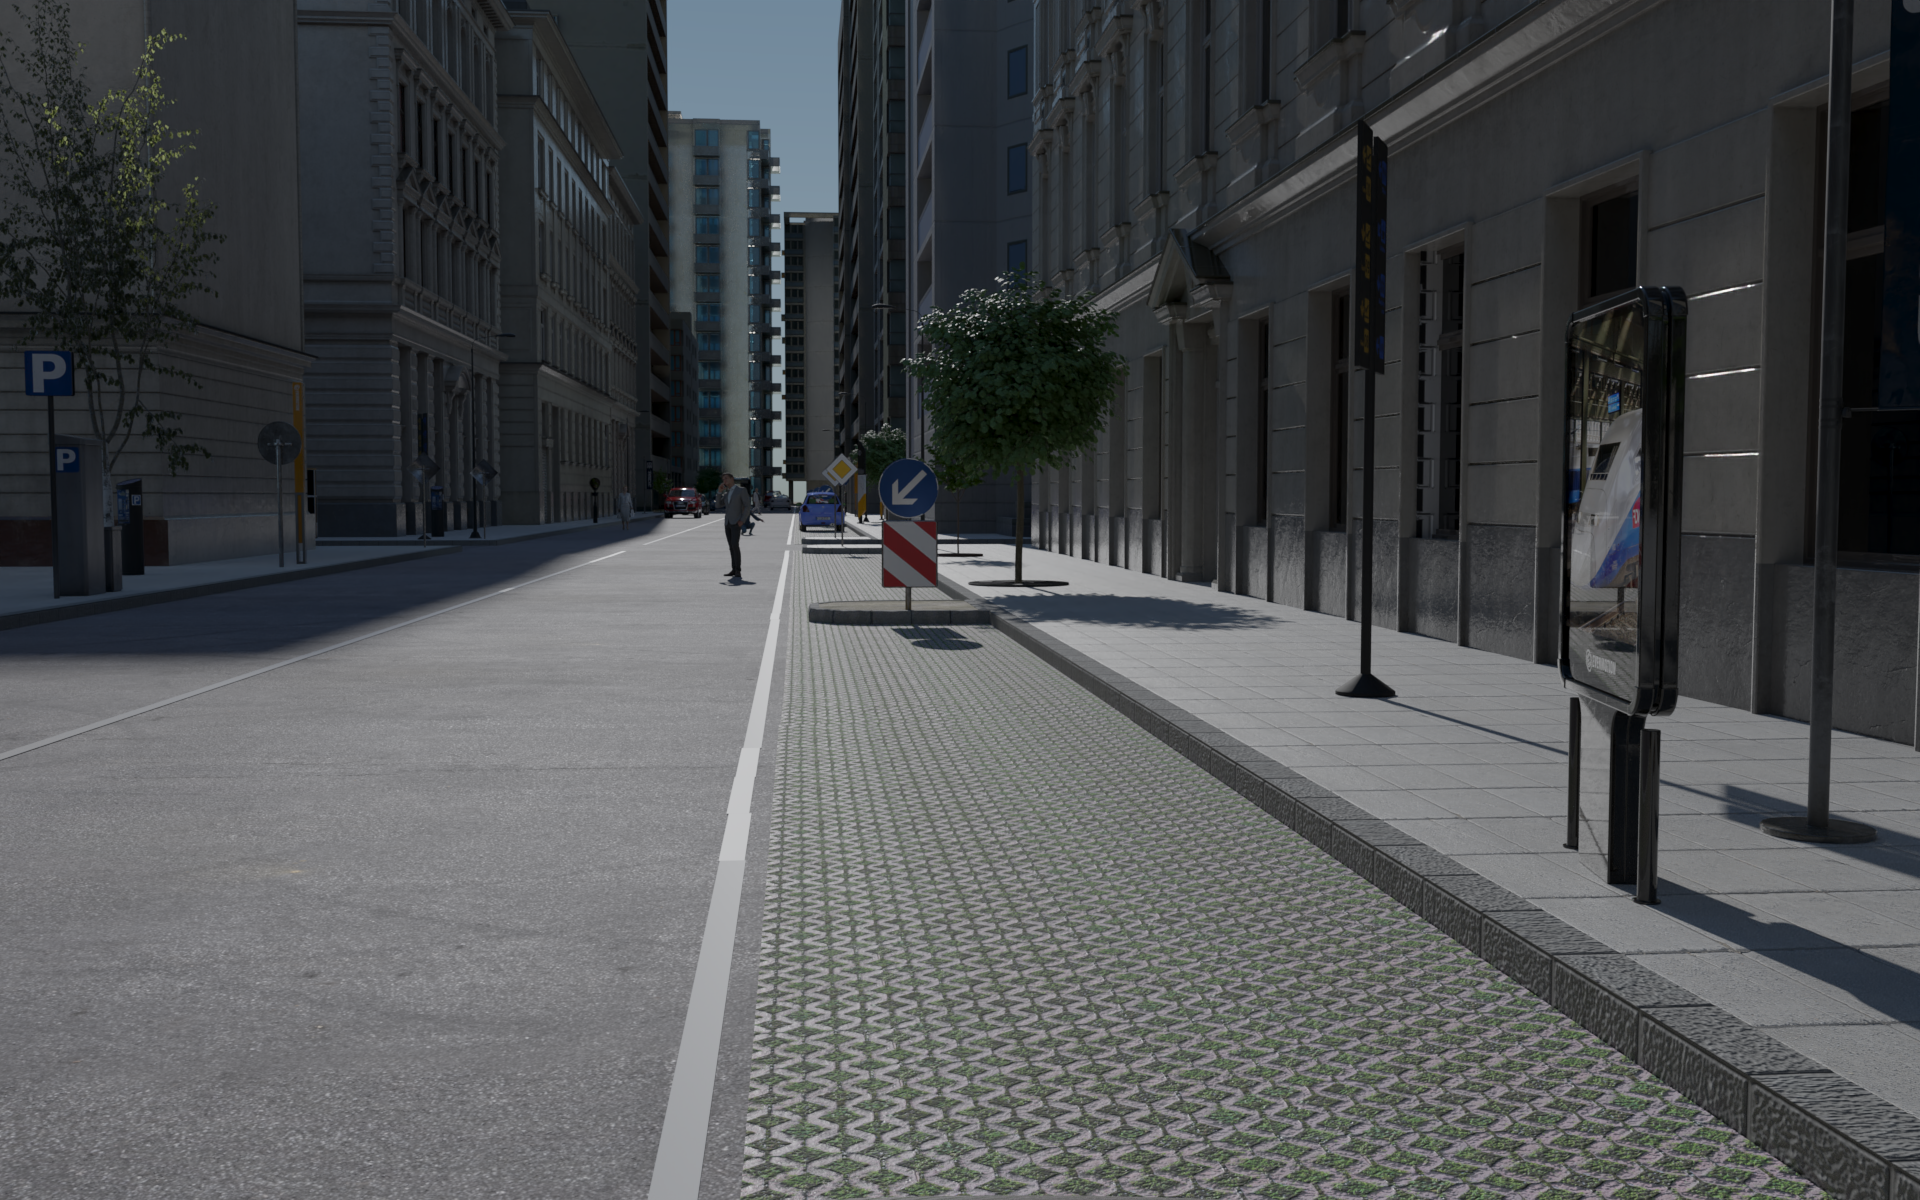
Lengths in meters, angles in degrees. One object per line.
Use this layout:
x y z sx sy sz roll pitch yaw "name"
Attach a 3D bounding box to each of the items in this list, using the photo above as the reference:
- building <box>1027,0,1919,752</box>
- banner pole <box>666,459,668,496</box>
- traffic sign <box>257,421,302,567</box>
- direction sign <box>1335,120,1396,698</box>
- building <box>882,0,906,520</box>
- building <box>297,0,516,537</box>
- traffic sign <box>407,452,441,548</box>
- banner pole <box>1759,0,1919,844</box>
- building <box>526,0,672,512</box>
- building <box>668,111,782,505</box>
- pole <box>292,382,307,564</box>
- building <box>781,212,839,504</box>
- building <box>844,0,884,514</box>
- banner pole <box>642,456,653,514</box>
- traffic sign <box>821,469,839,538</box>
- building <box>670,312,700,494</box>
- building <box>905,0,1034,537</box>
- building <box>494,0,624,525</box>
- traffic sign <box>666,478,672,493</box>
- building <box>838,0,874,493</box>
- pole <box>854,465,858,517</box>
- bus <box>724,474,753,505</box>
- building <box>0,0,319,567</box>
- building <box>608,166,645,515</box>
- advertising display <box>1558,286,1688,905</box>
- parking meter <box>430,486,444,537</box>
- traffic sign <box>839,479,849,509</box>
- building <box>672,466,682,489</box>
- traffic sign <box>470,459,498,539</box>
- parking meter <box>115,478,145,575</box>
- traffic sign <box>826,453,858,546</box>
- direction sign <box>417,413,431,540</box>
11.561 -14.905 20.108 17.030 29.872 44.131 0 4 -5 "building"
-20.739 -8.112 122.640 0.401 3.779 0.863 0 4 -5 "banner pole"
-11.892 -1.846 30.283 0.768 2.556 0.104 0 4 -1 "traffic sign"
2.593 -1.161 10.973 0.379 3.537 0.876 2 4 23 "direction sign"
2.889 -19.502 90.559 14.160 30.474 14.107 0 4 -5 "building"
-22.387 -14.111 59.587 11.050 23.489 19.941 0 4 -5 "building"
-12.842 -2.316 41.509 0.795 2.450 0.064 0 4 -5 "traffic sign"
3.410 -0.994 6.272 0.863 3.779 0.401 3 5 42 "banner pole"
-33.971 -31.182 133.524 21.300 48.544 21.600 0 4 -5 "building"
-37.932 -36.663 219.043 30.456 49.044 23.786 0 4 -5 "building"
-12.086 -2.315 31.700 0.158 3.312 0.155 0 3 0 "pole"
-11.137 -32.623 225.260 23.993 40.220 32.217 0 4 -5 "building"
2.669 -41.374 114.718 20.563 71.187 20.611 0 4 -5 "building"
-20.523 -7.569 113.767 0.863 3.779 0.401 1 4 17 "banner pole"
-3.634 -2.858 50.368 0.795 2.450 0.064 0 4 -5 "traffic sign"
-43.013 -20.705 183.566 28.899 21.520 27.650 0 4 -5 "building"
12.703 -31.671 59.827 28.212 58.520 21.231 0 4 -5 "building"
-25.907 -15.355 84.338 16.112 22.955 30.059 0 4 -5 "building"
-20.288 -7.260 119.891 0.795 2.450 0.064 0 4 -5 "traffic sign"
-0.317 -32.814 160.205 21.300 48.544 21.600 0 4 -5 "building"
-5.835 -6.331 97.357 0.158 3.312 0.155 0 3 0 "pole"
-23.242 -11.439 181.893 2.948 3.499 13.247 0 4 -7 "bus"
-23.523 -10.361 34.030 19.286 19.102 10.561 0 4 -5 "building"
-26.265 -17.160 109.441 11.050 23.489 19.941 0 4 -5 "building"
2.196 -0.036 5.807 0.123 1.923 0.974 0 4 5 "advertising display"
-15.633 -2.654 51.803 0.372 1.533 0.369 0 3 0 "parking meter"
-7.281 -6.578 107.660 0.768 2.556 0.104 0 4 3 "traffic sign"
-35.656 -43.768 153.857 20.563 71.187 20.611 0 4 -5 "building"
-13.587 -2.802 49.460 0.795 2.450 0.064 0 4 -5 "traffic sign"
-13.135 -1.163 27.421 0.372 1.533 0.369 0 3 0 "parking meter"
-2.889 -2.372 42.418 0.795 2.450 0.064 0 4 -5 "traffic sign"
-15.130 -3.475 48.821 0.379 3.537 0.876 -2 4 -33 "direction sign"
